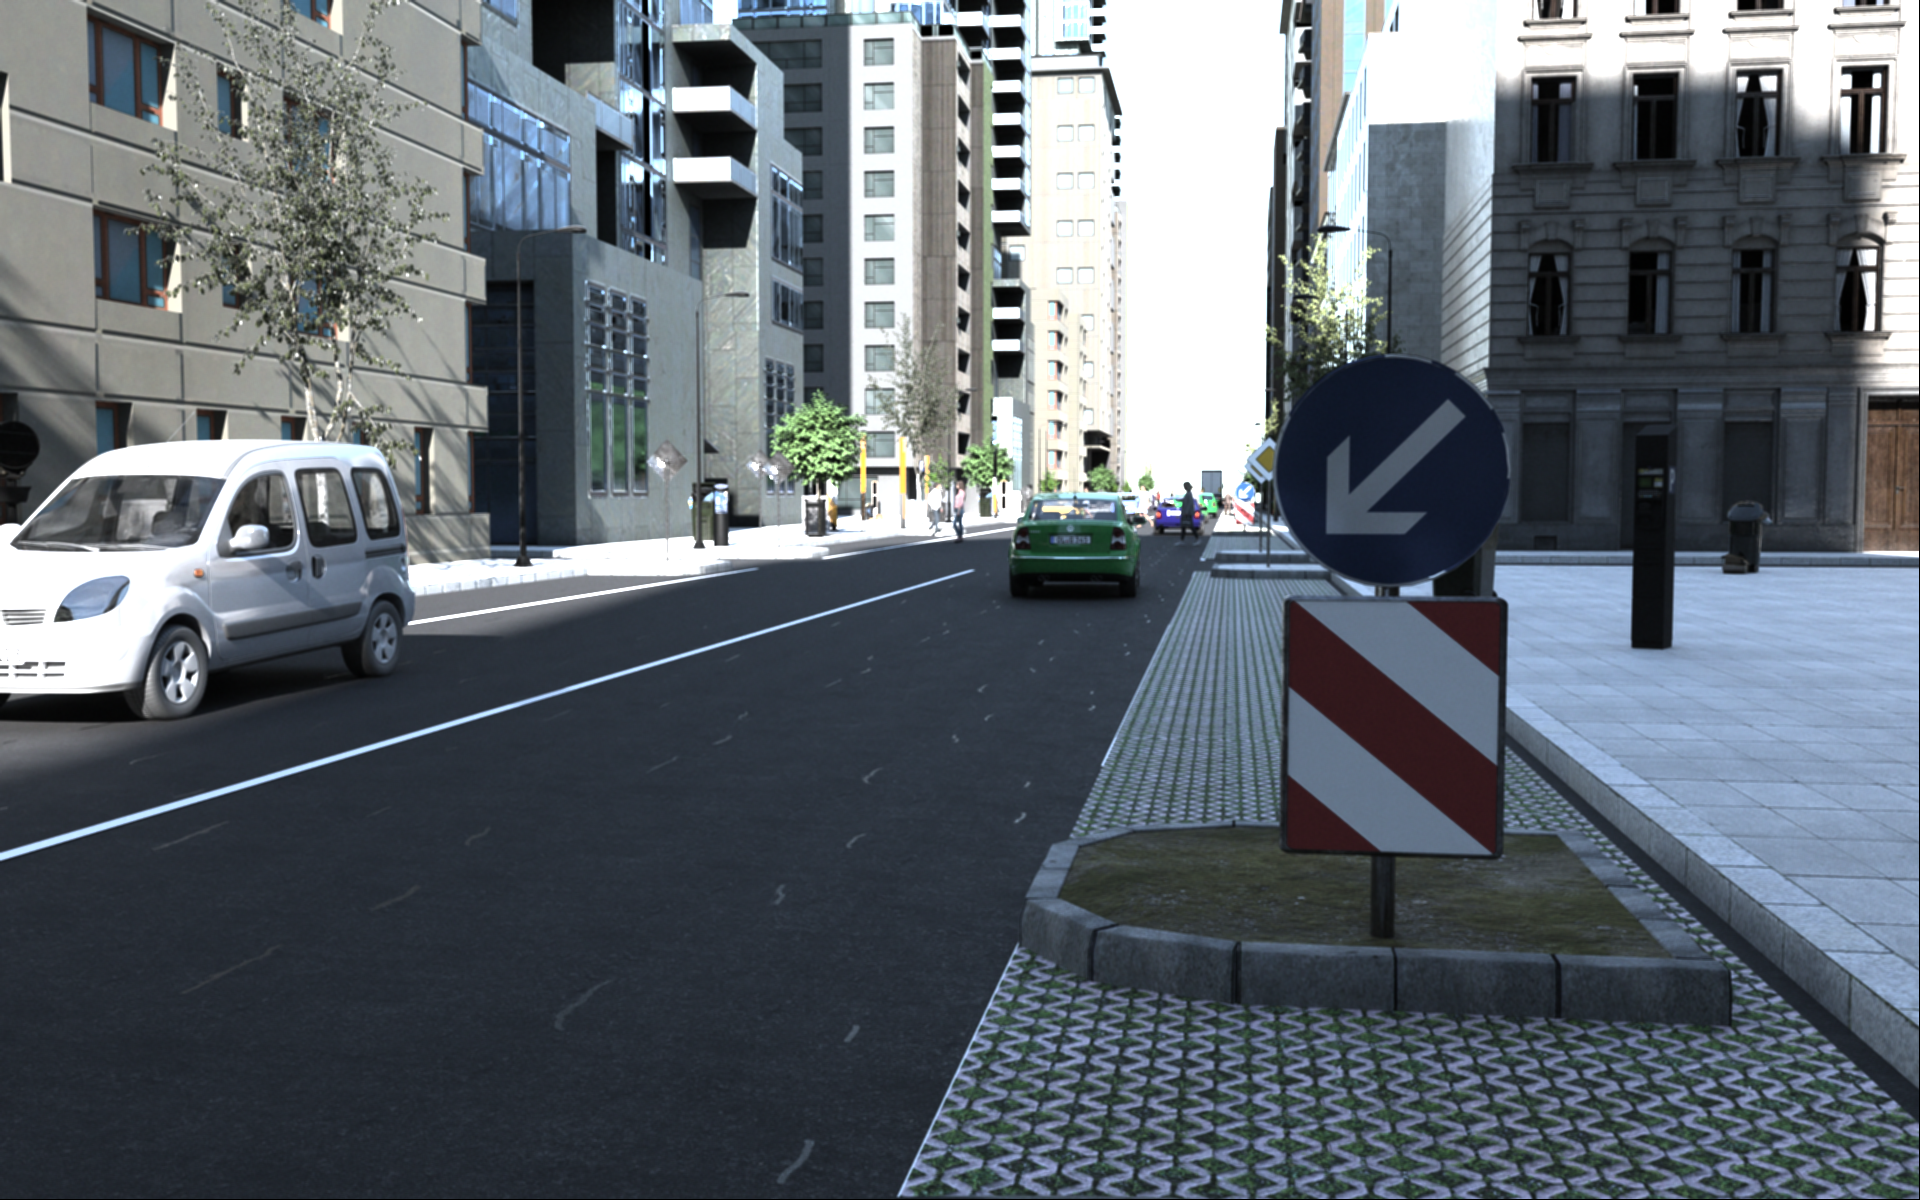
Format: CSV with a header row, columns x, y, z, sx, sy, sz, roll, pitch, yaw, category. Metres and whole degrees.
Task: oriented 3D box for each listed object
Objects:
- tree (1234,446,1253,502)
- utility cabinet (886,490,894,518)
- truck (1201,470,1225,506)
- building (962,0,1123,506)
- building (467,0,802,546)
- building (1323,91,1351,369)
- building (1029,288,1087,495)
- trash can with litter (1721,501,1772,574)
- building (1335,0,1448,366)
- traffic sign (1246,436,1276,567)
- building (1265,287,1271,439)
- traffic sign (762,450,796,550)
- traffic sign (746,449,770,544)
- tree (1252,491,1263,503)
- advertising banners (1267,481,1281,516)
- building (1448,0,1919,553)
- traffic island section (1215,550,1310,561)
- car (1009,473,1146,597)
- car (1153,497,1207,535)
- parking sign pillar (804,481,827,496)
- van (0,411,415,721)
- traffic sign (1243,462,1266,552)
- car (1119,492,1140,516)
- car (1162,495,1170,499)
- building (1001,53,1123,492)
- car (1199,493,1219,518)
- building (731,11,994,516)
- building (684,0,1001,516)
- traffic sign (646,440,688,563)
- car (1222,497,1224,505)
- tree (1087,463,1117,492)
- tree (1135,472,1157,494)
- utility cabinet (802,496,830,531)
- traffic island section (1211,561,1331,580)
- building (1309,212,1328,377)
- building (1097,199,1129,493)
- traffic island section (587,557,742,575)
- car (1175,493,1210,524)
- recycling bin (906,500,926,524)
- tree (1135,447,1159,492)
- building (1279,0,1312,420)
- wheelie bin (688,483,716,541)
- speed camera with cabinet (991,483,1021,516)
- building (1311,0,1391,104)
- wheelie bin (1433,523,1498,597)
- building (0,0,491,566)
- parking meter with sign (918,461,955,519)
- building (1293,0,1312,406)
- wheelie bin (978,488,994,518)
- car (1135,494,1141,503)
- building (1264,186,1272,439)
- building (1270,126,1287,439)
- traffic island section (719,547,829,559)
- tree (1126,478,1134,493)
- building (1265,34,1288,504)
x,y,z,sx,sy,sz,roll,pitch,yaw,category
43.825,-19.157,263.582,4.360,8.622,3.978,0,3,0,tree
-3.757,-5.115,92.307,0.318,1.500,1.173,0,4,-8,utility cabinet
29.791,-13.195,204.649,2.839,4.237,11.283,1,4,9,truck
14.091,-57.748,256.846,22.319,86.520,31.000,1,4,9,building
-18.041,-45.515,56.845,22.319,86.520,31.000,1,4,9,building
22.709,-14.294,82.863,9.793,20.994,18.267,1,4,9,building
-3.106,-19.409,162.370,27.650,21.520,28.899,1,4,9,building
12.737,-1.022,28.094,0.624,1.170,1.055,2,4,34,trash can with litter
19.905,-12.855,64.937,10.420,20.320,16.860,1,4,9,building
5.399,-1.630,30.291,0.795,2.450,0.064,1,4,9,traffic sign
49.441,-28.649,240.119,14.160,30.474,14.107,1,4,9,building
-4.174,-2.217,39.889,0.795,2.450,0.064,1,4,9,traffic sign
-5.175,-2.672,44.871,0.795,2.450,0.064,1,4,13,traffic sign
44.057,-16.220,259.798,1.663,3.219,1.824,0,3,0,tree
18.264,-6.388,100.626,0.090,3.025,2.074,-1,4,-13,advertising banners
21.373,-11.785,41.841,18.267,20.994,9.793,1,4,9,building
6.660,-0.977,38.254,2.009,0.180,2.903,1,4,9,traffic island section
1.758,-1.026,25.578,1.959,1.807,4.718,0,4,7,car
7.855,-3.019,61.947,1.945,1.354,3.894,1,4,9,car
-6.979,-5.733,82.203,1.447,3.967,1.447,0,4,-4,parking sign pillar
-5.530,-0.327,12.365,2.013,2.044,4.112,1,4,10,van
6.636,-2.112,38.180,0.795,2.450,0.064,1,4,9,traffic sign
11.145,-6.537,116.466,1.945,1.707,3.694,1,4,11,car
25.891,-12.290,213.523,1.945,1.354,3.894,1,4,8,car
4.961,-38.221,214.157,28.713,52.752,27.495,1,4,9,building
14.732,-5.890,105.095,1.959,1.807,4.718,0,4,8,car
-5.795,-20.583,108.239,14.160,30.474,14.107,1,4,9,building
-5.149,-50.017,130.448,22.319,86.520,31.000,1,4,9,building
-5.410,-1.734,31.999,0.795,2.450,0.064,1,4,9,traffic sign
33.053,-12.937,223.519,2.014,1.417,4.499,0,4,7,car
14.841,-12.124,181.943,4.285,4.588,4.351,0,3,0,tree
27.097,-16.478,253.125,4.285,4.588,4.351,0,3,0,tree
-5.033,-3.034,60.762,1.020,1.237,0.306,-3,5,-39,utility cabinet
5.424,-0.494,30.364,2.009,0.180,2.903,1,4,9,traffic island section
26.151,-14.479,101.352,10.561,19.102,19.286,1,4,9,building
15.453,-33.733,235.122,14.154,41.232,14.086,1,4,9,building
-5.435,-0.598,32.065,2.009,0.180,2.903,1,4,9,traffic island section
11.320,-4.688,85.444,1.959,1.807,4.718,1,4,10,car
-1.880,-3.772,74.233,0.722,1.027,0.722,-1,4,-15,recycling bin
28.763,-19.238,264.903,4.737,8.622,4.395,0,3,0,tree
45.670,-35.420,168.355,28.713,52.752,27.495,1,4,9,building
-6.980,-2.420,47.475,0.980,1.594,0.693,0,4,1,wheelie bin
2.751,-6.721,104.219,2.038,3.252,0.660,-3,5,-40,speed camera with cabinet
31.677,-28.773,120.541,14.600,45.320,14.200,1,4,9,building
5.549,-0.688,19.153,0.693,1.594,0.980,3,4,37,wheelie bin
-25.720,-10.841,22.283,28.899,21.520,27.650,1,4,9,building
-1.285,-5.799,91.075,1.738,3.016,0.543,2,4,26,parking meter with sign
38.809,-29.760,141.199,22.147,44.769,28.867,1,4,9,building
1.419,-5.265,93.997,0.980,1.594,0.693,1,4,11,wheelie bin
18.370,-10.571,182.619,2.009,1.686,4.222,1,4,9,car
56.264,-38.706,256.539,21.300,48.544,21.600,1,4,9,building
44.033,-33.958,205.320,14.600,45.320,14.200,1,4,9,building
-4.198,-1.081,39.954,2.009,0.180,2.903,1,4,9,traffic island section
20.095,-13.005,207.236,1.663,3.219,1.824,0,3,0,tree
49.600,-47.890,221.245,20.563,71.187,20.611,1,4,9,building
